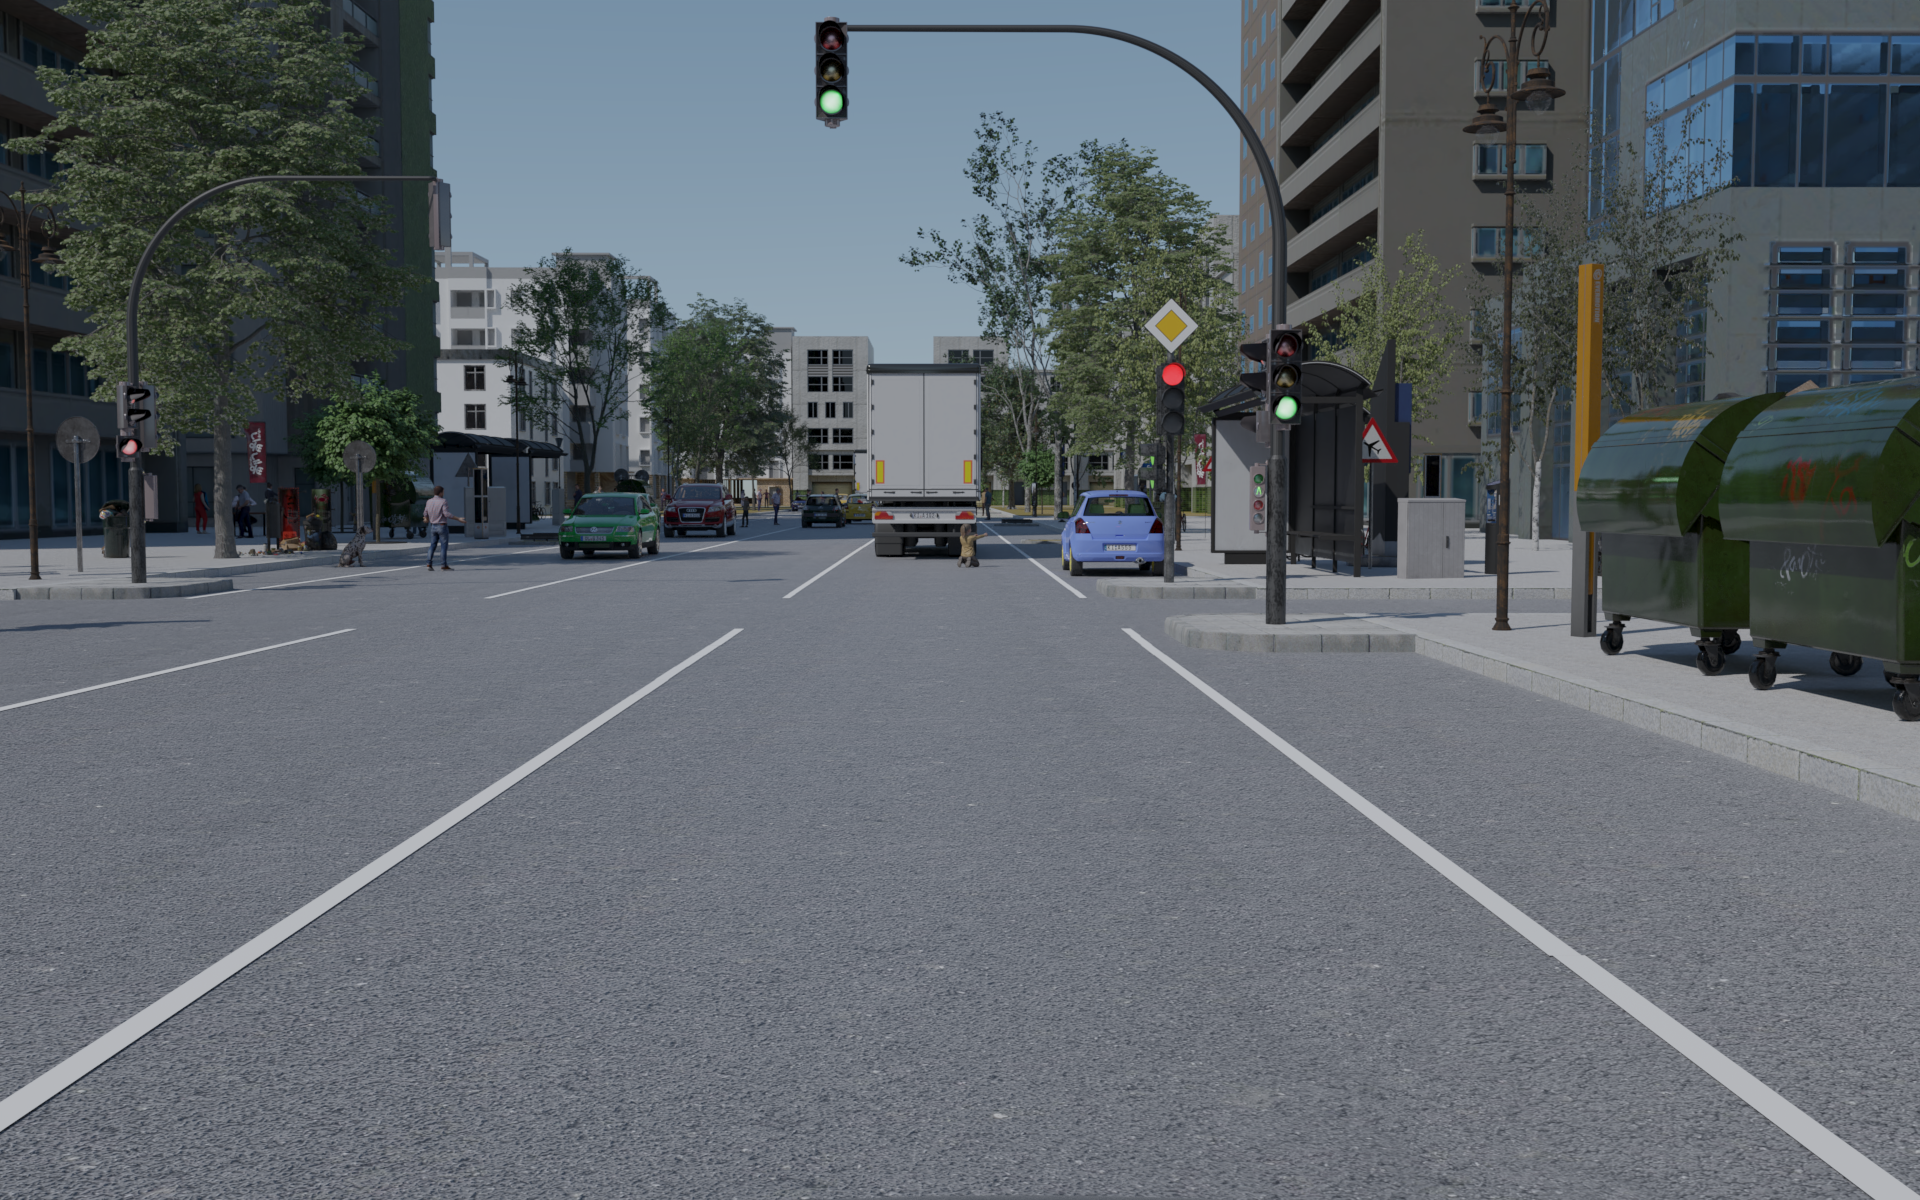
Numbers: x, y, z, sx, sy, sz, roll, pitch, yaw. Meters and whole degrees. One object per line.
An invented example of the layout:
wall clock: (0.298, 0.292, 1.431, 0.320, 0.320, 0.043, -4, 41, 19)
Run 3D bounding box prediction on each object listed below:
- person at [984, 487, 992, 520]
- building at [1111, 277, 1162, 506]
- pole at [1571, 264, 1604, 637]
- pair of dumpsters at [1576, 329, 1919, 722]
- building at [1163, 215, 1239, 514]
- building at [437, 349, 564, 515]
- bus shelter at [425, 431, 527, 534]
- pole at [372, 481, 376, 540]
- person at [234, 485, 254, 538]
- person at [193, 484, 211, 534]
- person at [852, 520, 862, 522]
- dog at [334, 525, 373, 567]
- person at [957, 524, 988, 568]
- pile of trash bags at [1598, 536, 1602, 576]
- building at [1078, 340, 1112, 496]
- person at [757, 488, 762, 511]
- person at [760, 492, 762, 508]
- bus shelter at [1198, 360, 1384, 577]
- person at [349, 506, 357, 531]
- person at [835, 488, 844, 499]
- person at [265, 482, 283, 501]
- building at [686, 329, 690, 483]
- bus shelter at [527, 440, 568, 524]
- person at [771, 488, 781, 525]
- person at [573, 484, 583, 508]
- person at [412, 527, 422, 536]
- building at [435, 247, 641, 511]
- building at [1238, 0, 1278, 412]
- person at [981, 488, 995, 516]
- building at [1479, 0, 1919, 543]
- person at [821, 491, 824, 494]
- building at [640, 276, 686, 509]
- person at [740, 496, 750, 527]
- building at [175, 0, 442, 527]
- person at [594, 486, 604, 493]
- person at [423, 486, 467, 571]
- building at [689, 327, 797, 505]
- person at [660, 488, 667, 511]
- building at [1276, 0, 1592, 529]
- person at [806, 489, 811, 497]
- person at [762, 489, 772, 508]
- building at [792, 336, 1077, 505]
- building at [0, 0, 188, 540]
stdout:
person: (1.521, -5.354, 96.170, 0.598, 1.807, 0.434, -3, 5, -42)
building: (23.293, -17.345, 150.056, 16.747, 18.905, 31.486, 0, 4, -1)
pole: (5.611, -1.324, 15.486, 0.158, 3.312, 0.155, 0, 3, 0)
pair of dumpsters: (5.747, -0.564, 11.718, 1.574, 2.255, 4.437, 0, 4, -1)
building: (24.319, -15.413, 118.461, 16.747, 18.905, 31.486, 0, 4, -1)
building: (-30.597, -10.532, 114.349, 9.099, 9.664, 28.070, 0, 4, -1)
bus shelter: (-16.405, -3.950, 58.510, 2.014, 3.302, 5.546, 0, 4, -1)
pole: (-16.352, -3.336, 48.393, 0.158, 3.312, 0.155, 0, 3, 0)
person: (-20.726, -2.560, 50.108, 0.590, 1.554, 0.614, -3, 5, -39)
person: (-24.412, -2.936, 55.745, 0.444, 1.614, 0.593, -3, 4, -36)
person: (-5.296, -4.486, 90.129, 0.655, 0.850, 0.859, 1, 4, 14)
dog: (-12.022, -1.054, 34.076, 0.800, 0.831, 0.513, 1, 4, 17)
person: (0.228, -1.073, 33.965, 0.347, 0.859, 0.695, 2, 4, 35)
pile of trash bags: (11.536, -1.018, 26.393, 3.447, 1.369, 1.912, 1, 4, 14)
building: (28.554, -20.668, 204.377, 31.486, 18.905, 16.747, 0, 4, -1)
person: (-14.907, -7.464, 129.009, 0.436, 1.711, 0.756, 1, 4, 16)
person: (-17.856, -9.106, 155.614, 0.721, 1.739, 1.217, 0, 4, -4)
bus shelter: (5.384, -2.146, 29.016, 2.014, 3.302, 5.546, 0, 4, 0)
person: (-20.778, -2.793, 59.630, 0.347, 0.859, 0.695, 0, 4, -8)
person: (-6.960, -5.561, 99.959, 0.750, 1.759, 0.617, 1, 4, 15)
person: (-25.757, -3.563, 65.094, 0.742, 1.727, 0.445, 0, 4, -5)
building: (-35.892, -21.117, 201.684, 11.380, 20.091, 16.016, 0, 4, -1)
bus shelter: (-16.285, -4.349, 65.029, 2.014, 3.302, 5.546, 0, 4, -1)
person: (-8.483, -4.350, 80.553, 0.436, 1.711, 0.756, 2, 4, 33)
person: (-16.276, -4.085, 73.753, 0.530, 1.710, 0.541, -2, 4, -33)
person: (-16.645, -2.823, 52.919, 0.376, 1.734, 0.841, 1, 4, 17)
building: (-33.965, -16.958, 133.686, 16.016, 20.091, 11.380, 0, 4, -1)
building: (23.045, -27.048, 92.349, 14.600, 45.320, 14.200, 0, 4, -1)
person: (1.623, -6.332, 112.129, 1.348, 1.812, 0.705, 0, 4, 4)
building: (31.540, -44.815, 45.394, 31.000, 86.520, 22.319, 0, 4, -1)
person: (-10.065, -7.102, 126.086, 0.593, 1.643, 0.415, 1, 4, 19)
building: (-32.027, -18.361, 156.630, 11.380, 20.091, 16.016, 0, 4, -1)
person: (-9.293, -3.812, 74.732, 0.340, 1.345, 0.435, 1, 4, 21)
building: (-30.829, -23.751, 71.918, 14.154, 41.232, 14.086, 0, 4, -1)
person: (-20.207, -5.519, 96.996, 0.841, 1.734, 0.376, -2, 4, -24)
person: (-9.690, -1.335, 32.287, 0.963, 1.587, 0.435, 1, 4, 17)
building: (-24.496, -21.160, 202.392, 11.380, 20.091, 16.016, 0, 4, -1)
person: (-21.927, -7.406, 128.046, 0.541, 1.710, 0.530, 3, 4, 36)
building: (26.139, -27.513, 73.540, 21.300, 48.544, 21.600, 0, 4, -1)
person: (-8.508, -5.422, 97.956, 0.445, 1.727, 0.742, -1, 4, -9)
person: (-18.229, -9.563, 163.121, 1.217, 1.743, 0.721, 0, 4, -3)
building: (-3.063, -20.554, 202.516, 31.486, 18.905, 16.747, 0, 4, -1)
building: (-36.344, -25.819, 45.844, 21.300, 48.544, 21.600, 0, 4, -1)
